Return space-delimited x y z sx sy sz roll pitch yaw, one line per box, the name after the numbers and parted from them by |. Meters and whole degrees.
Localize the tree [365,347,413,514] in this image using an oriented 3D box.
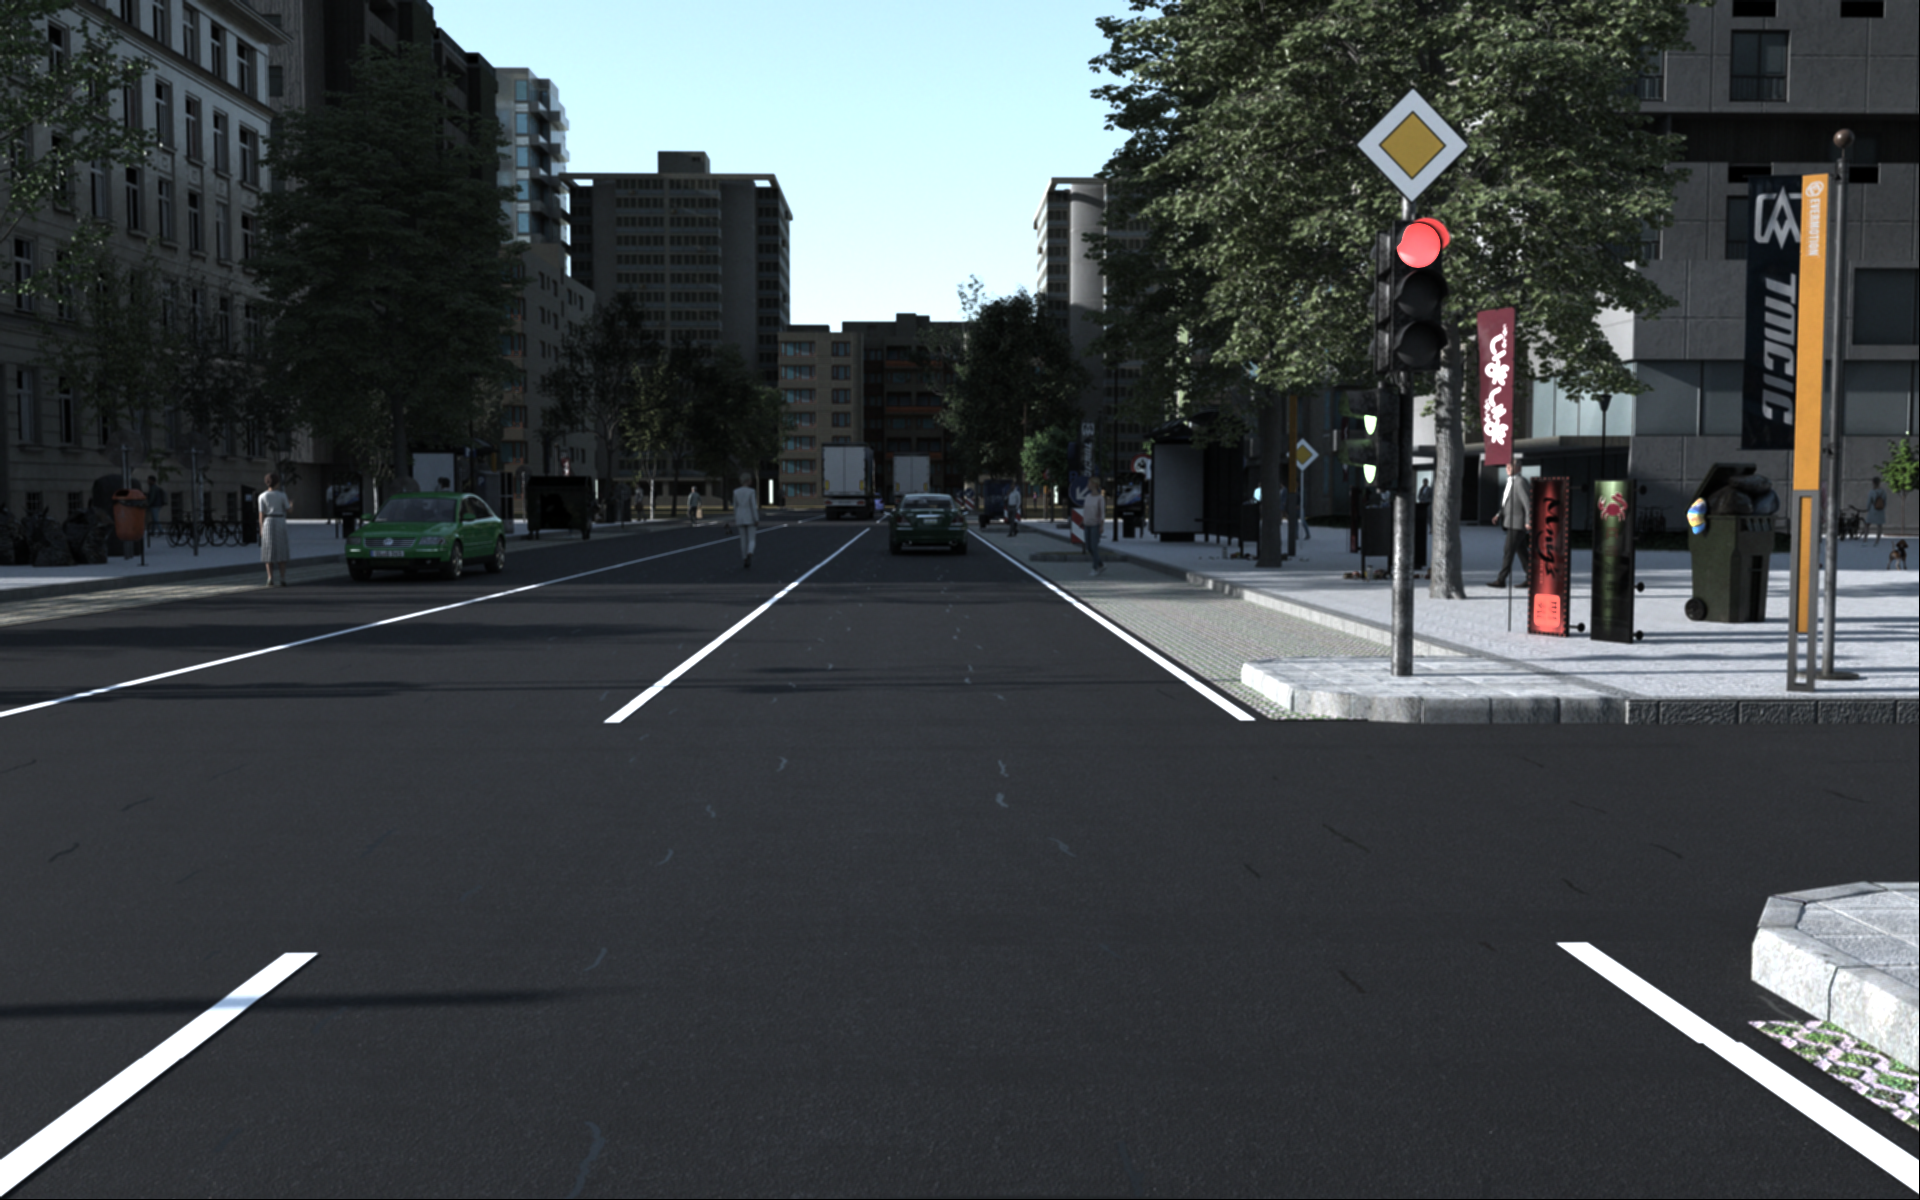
-27.099 -7.935 80.104 4.360 8.622 3.978 0 3 0 | tree

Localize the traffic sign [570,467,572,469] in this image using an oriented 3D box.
-18.702 -5.089 83.201 0.884 2.594 0.081 0 4 -1 | traffic sign

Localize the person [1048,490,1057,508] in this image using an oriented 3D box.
8.314 -9.368 159.732 1.217 1.766 0.721 0 4 5 | person

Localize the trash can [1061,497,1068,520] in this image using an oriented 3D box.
5.408 -4.573 86.425 0.748 1.137 0.748 0 3 0 | trash can

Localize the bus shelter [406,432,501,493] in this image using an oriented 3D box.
-17.376 -4.000 59.319 2.014 3.302 5.546 0 4 -2 | bus shelter

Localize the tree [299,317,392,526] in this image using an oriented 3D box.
-24.480 -7.296 69.651 4.737 8.622 4.395 0 3 0 | tree

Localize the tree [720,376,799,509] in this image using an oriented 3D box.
-18.062 -13.961 154.014 9.928 11.665 9.643 0 3 0 | tree

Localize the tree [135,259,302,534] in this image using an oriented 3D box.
-24.108 -6.422 55.367 4.360 8.622 3.978 0 3 0 | tree

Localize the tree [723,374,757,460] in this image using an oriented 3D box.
-15.928 -9.955 97.174 7.601 10.594 8.767 3 5 42 | tree

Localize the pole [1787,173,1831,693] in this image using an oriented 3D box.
5.485 -1.061 11.191 0.158 3.312 0.155 0 3 0 | pole

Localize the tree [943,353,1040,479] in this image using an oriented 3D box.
2.383 -12.000 121.956 9.928 11.665 9.643 0 3 0 | tree

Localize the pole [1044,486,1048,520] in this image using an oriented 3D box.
4.301 -5.678 86.676 0.158 3.312 0.155 0 3 0 | pole

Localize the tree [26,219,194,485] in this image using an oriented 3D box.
-22.180 -5.832 45.710 4.737 8.622 4.395 0 3 0 | tree

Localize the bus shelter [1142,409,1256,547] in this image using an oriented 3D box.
5.986 -3.066 44.051 2.014 3.302 5.546 0 4 -1 | bus shelter

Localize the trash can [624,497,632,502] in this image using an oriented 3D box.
-16.847 -4.611 87.038 0.748 1.137 0.748 0 3 0 | trash can

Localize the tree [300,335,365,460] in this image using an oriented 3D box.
-25.112 -6.924 63.564 4.360 8.622 3.978 0 3 0 | tree

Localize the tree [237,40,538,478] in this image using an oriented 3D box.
-14.409 -7.681 43.710 7.486 12.596 7.792 0 3 0 | tree

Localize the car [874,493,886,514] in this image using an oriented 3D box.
-6.447 -7.225 127.720 1.945 1.707 3.694 0 4 -3 | car

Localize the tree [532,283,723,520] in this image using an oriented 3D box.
-15.346 -8.676 76.271 7.601 10.594 8.767 0 4 5 | tree

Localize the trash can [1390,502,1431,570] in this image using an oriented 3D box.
7.638 -1.090 29.482 0.748 1.137 0.748 0 3 0 | trash can

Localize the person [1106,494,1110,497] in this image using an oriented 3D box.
13.631 -9.609 163.978 1.217 1.723 0.721 0 4 -2 | person

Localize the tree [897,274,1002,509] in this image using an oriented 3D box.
0.553 -18.108 151.954 12.611 20.169 13.585 0 3 0 | tree

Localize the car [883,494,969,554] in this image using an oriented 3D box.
-0.814 -1.882 42.566 2.131 1.459 4.920 0 4 -3 | car

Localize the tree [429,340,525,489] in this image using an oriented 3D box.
-22.542 -7.989 80.988 4.360 8.622 3.978 0 3 0 | tree

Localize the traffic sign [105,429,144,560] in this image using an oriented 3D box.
-16.281 -2.058 33.756 0.768 2.556 0.104 0 4 4 | traffic sign

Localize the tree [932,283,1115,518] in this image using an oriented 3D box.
3.259 -10.858 94.541 9.611 12.733 9.660 0 3 0 | tree

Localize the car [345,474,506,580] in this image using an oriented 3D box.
-9.247 -1.309 30.202 1.959 1.807 4.718 0 4 -1 | car

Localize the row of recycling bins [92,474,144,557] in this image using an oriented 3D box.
-18.022 -1.832 37.065 1.069 1.692 3.534 -2 4 -26 | row of recycling bins

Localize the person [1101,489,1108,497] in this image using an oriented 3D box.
13.262 -9.388 160.326 1.217 1.735 0.721 -3 4 -38 | person

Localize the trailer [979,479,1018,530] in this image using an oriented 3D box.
1.479 -3.799 69.159 1.471 1.999 3.904 0 4 -2 | trailer

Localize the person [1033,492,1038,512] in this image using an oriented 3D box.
5.312 -6.991 123.568 0.599 1.433 0.991 1 4 9 | person

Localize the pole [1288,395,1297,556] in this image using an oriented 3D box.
6.866 -2.563 35.748 0.158 3.312 0.155 0 3 0 | pole

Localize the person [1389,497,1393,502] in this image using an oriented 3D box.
22.283 -4.955 90.311 1.065 1.426 0.557 -2 4 -34 | person

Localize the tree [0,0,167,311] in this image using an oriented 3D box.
-14.856 -6.015 24.104 9.928 11.665 9.643 0 3 0 | tree

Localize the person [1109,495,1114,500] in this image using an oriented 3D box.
10.326 -6.526 112.763 1.348 1.822 0.705 -2 4 -32 | person

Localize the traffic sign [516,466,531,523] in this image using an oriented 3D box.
-19.463 -4.723 77.321 0.768 2.556 0.104 0 4 2 | traffic sign

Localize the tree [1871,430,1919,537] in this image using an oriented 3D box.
28.687 -3.545 52.561 1.663 3.219 1.824 0 3 0 | tree

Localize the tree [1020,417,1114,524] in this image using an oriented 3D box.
4.808 -5.481 73.330 4.285 4.588 4.351 0 3 0 | tree

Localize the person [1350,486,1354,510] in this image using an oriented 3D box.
20.610 -5.109 90.385 0.445 1.727 0.742 -2 4 -34 | person

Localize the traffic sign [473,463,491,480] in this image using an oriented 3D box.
-19.441 -4.298 70.379 0.768 2.556 0.104 0 4 2 | traffic sign

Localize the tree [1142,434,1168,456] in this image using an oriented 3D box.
10.492 -6.232 85.600 4.285 4.588 4.351 0 3 0 | tree

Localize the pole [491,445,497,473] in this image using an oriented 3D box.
-19.361 -4.780 71.994 0.158 3.312 0.155 0 3 0 | pole

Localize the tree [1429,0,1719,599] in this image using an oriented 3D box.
5.618 -6.280 20.802 7.486 12.596 7.792 0 3 0 | tree

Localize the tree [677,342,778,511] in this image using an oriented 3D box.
-17.479 -12.923 129.416 7.486 12.596 7.792 0 3 0 | tree

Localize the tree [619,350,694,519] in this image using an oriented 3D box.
-15.788 -8.479 88.988 4.737 8.622 4.395 0 3 0 | tree
